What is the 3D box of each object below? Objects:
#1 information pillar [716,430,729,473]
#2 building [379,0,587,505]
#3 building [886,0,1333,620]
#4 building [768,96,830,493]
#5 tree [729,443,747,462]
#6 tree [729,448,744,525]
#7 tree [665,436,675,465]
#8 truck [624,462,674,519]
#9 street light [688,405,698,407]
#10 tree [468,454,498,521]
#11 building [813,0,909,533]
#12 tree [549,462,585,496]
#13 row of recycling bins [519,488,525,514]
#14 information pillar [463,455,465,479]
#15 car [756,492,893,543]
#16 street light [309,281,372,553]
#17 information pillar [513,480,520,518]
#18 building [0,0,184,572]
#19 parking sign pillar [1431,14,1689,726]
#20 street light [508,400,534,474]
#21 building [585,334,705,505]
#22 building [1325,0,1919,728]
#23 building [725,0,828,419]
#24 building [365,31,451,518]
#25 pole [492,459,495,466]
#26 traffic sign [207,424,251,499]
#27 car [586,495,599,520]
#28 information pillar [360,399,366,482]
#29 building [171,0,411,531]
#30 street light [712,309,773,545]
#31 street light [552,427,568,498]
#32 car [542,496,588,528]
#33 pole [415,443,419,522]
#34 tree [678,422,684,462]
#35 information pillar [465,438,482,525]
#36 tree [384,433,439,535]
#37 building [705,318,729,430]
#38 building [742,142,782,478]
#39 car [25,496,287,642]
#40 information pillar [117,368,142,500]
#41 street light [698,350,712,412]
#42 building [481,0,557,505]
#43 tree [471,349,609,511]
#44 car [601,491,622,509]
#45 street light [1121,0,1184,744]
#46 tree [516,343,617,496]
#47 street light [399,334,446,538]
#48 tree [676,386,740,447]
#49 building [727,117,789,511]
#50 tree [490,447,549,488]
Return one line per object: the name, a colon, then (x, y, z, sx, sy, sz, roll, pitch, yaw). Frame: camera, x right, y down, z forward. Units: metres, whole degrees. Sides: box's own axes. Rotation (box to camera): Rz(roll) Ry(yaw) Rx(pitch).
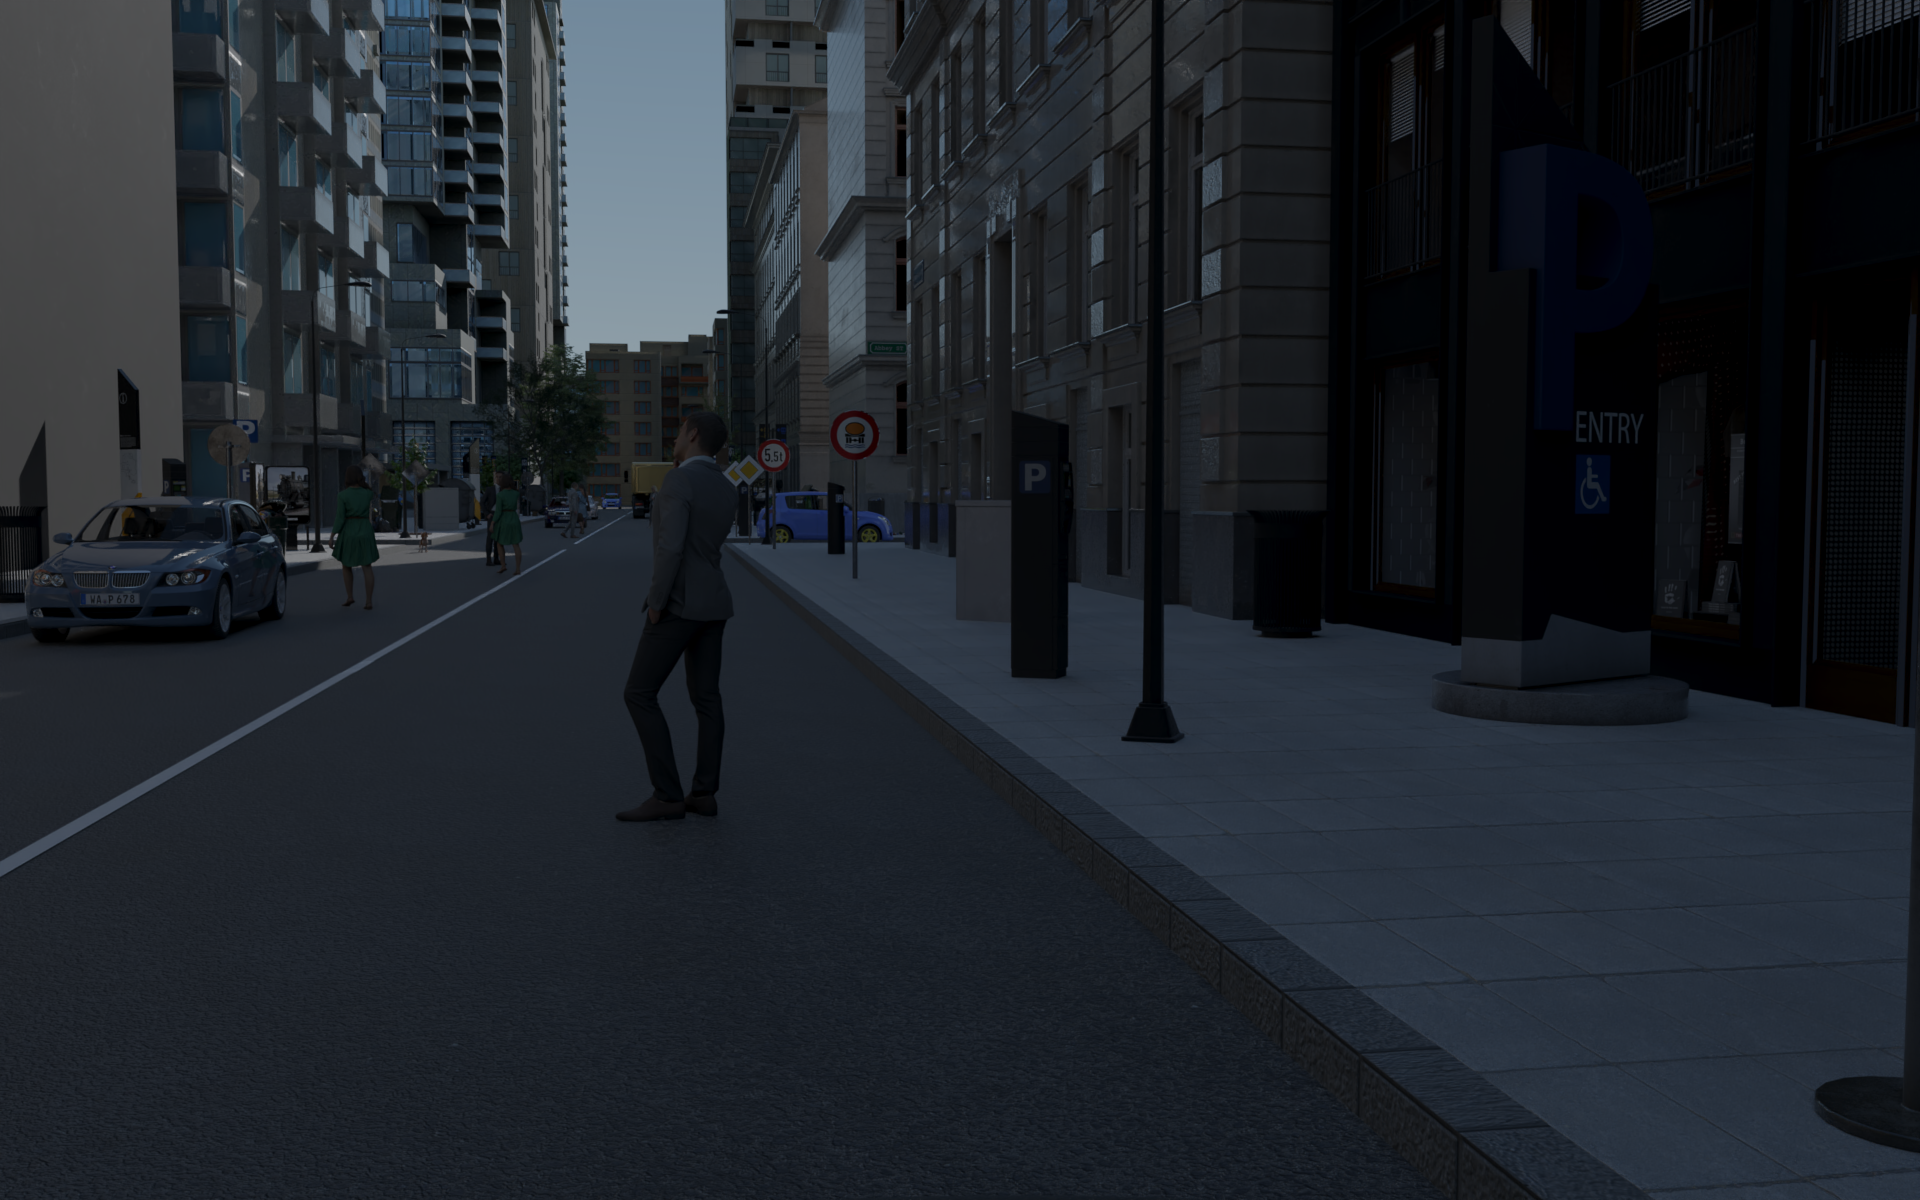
information pillar: (-8.664, -4.398, 63.254, 0.504, 3.616, 0.183, 0, 4, 0)
building: (-62.442, -55.261, 216.186, 31.000, 86.520, 22.319, -1, 4, -10)
building: (6.280, -14.212, 29.631, 12.463, 27.353, 25.104, -1, 4, -10)
building: (-4.223, -14.609, 88.003, 9.793, 20.994, 18.267, -1, 4, -10)
tree: (-13.103, -6.836, 95.480, 4.285, 4.588, 4.351, 0, 3, 0)
tree: (-9.463, -4.785, 72.837, 1.663, 3.219, 1.824, 0, 3, 0)
tree: (-31.104, -14.972, 195.158, 4.737, 8.622, 4.395, 0, 3, 0)
truck: (-18.493, -6.641, 104.502, 3.469, 3.379, 9.791, -1, 4, -11)
street light: (-13.492, -7.211, 90.447, 1.470, 5.913, 1.316, -1, 4, -10)
tree: (-22.473, -5.378, 82.539, 1.663, 3.219, 1.824, 0, 3, 0)
building: (6.776, -16.880, 63.377, 23.554, 28.519, 14.401, -1, 4, -10)
tree: (-33.060, -9.842, 144.628, 4.285, 4.588, 4.351, 0, 3, 0)
row of recycling bins: (-28.924, -6.350, 110.938, 1.069, 1.692, 3.534, 1, 4, 22)
information pillar: (-25.584, -6.038, 90.075, 0.504, 3.616, 0.183, 0, 4, -8)
car: (-3.657, -2.284, 46.932, 3.694, 1.707, 1.945, -1, 4, -11)
street light: (-13.538, -3.996, 37.870, 1.470, 5.913, 1.316, -1, 4, -10)
information pillar: (-23.693, -5.377, 92.412, 0.304, 2.012, 0.304, 0, 4, 0)
building: (-24.277, -12.320, 31.116, 15.834, 23.373, 12.332, -1, 4, -10)
parking sign pillar: (3.549, -1.327, 10.174, 1.447, 3.967, 1.447, -3, 4, -37)
street light: (-21.645, -6.895, 85.278, 1.470, 5.913, 1.316, -1, 4, -10)
building: (-33.224, -23.238, 224.976, 28.899, 21.520, 27.650, -1, 4, -10)
building: (11.040, -11.019, 9.837, 12.332, 23.373, 15.834, -1, 4, -10)
building: (-7.315, -34.789, 158.044, 28.713, 52.752, 27.495, -1, 4, -10)
building: (-46.315, -24.815, 97.614, 32.217, 40.220, 23.993, -1, 4, -10)
pole: (-27.060, -6.528, 100.580, 0.158, 3.312, 0.155, 0, 3, 0)
traffic sign: (-13.272, -1.918, 31.460, 0.768, 2.556, 0.104, 0, 4, -3)
car: (-21.425, -5.225, 97.791, 2.083, 1.381, 4.827, -1, 4, -10)
information pillar: (-14.717, -3.144, 42.753, 0.183, 3.616, 0.504, -1, 4, -22)
building: (-34.107, -27.165, 63.762, 23.786, 49.044, 30.456, -1, 4, -10)
street light: (-5.428, -4.357, 43.783, 1.470, 5.913, 1.316, -1, 4, -10)
street light: (-27.619, -9.001, 119.699, 1.470, 5.913, 1.316, -1, 4, -10)
car: (-16.941, -3.786, 74.488, 1.945, 1.354, 3.894, -1, 4, -11)
pole: (-21.657, -4.598, 69.026, 0.158, 3.312, 0.155, 0, 3, 0)
tree: (-25.820, -13.264, 167.226, 4.360, 8.622, 3.978, 0, 3, 0)
information pillar: (-20.065, -4.910, 71.627, 0.183, 3.616, 0.504, 3, 4, 36)
tree: (-17.149, -3.678, 54.730, 1.663, 3.219, 1.824, 0, 3, 0)
building: (-12.835, -20.894, 186.648, 27.650, 21.520, 28.899, -1, 4, -10)
building: (-5.283, -17.072, 112.413, 16.112, 22.955, 30.059, -1, 4, -10)
car: (-8.369, -0.390, 18.384, 2.014, 1.417, 4.499, -1, 4, -10)
information pillar: (-15.449, -2.501, 32.240, 0.504, 3.616, 0.183, 2, 4, 26)
street light: (-7.597, -5.102, 55.952, 1.470, 5.913, 1.316, -1, 4, -10)
building: (-56.106, -36.025, 178.244, 27.495, 52.752, 28.713, -1, 4, -10)
tree: (-26.843, -10.823, 111.361, 8.767, 10.594, 7.601, -2, 4, -25)
car: (-33.038, -9.470, 164.428, 1.945, 1.707, 3.694, -1, 4, -9)
street light: (0.476, -2.218, 8.808, 1.470, 5.913, 1.316, -1, 4, -10)
tree: (-29.616, -12.978, 130.316, 7.486, 12.596, 7.792, 0, 3, 0)
street light: (-15.601, -4.755, 50.289, 1.470, 5.913, 1.316, -1, 4, -10)
tree: (-16.792, -10.204, 117.190, 4.737, 8.622, 4.395, 0, 3, 0)
building: (-11.337, -22.341, 136.971, 14.160, 30.474, 14.107, -1, 4, -10)
tree: (-31.038, -8.291, 119.266, 4.285, 4.588, 4.351, 0, 3, 0)
